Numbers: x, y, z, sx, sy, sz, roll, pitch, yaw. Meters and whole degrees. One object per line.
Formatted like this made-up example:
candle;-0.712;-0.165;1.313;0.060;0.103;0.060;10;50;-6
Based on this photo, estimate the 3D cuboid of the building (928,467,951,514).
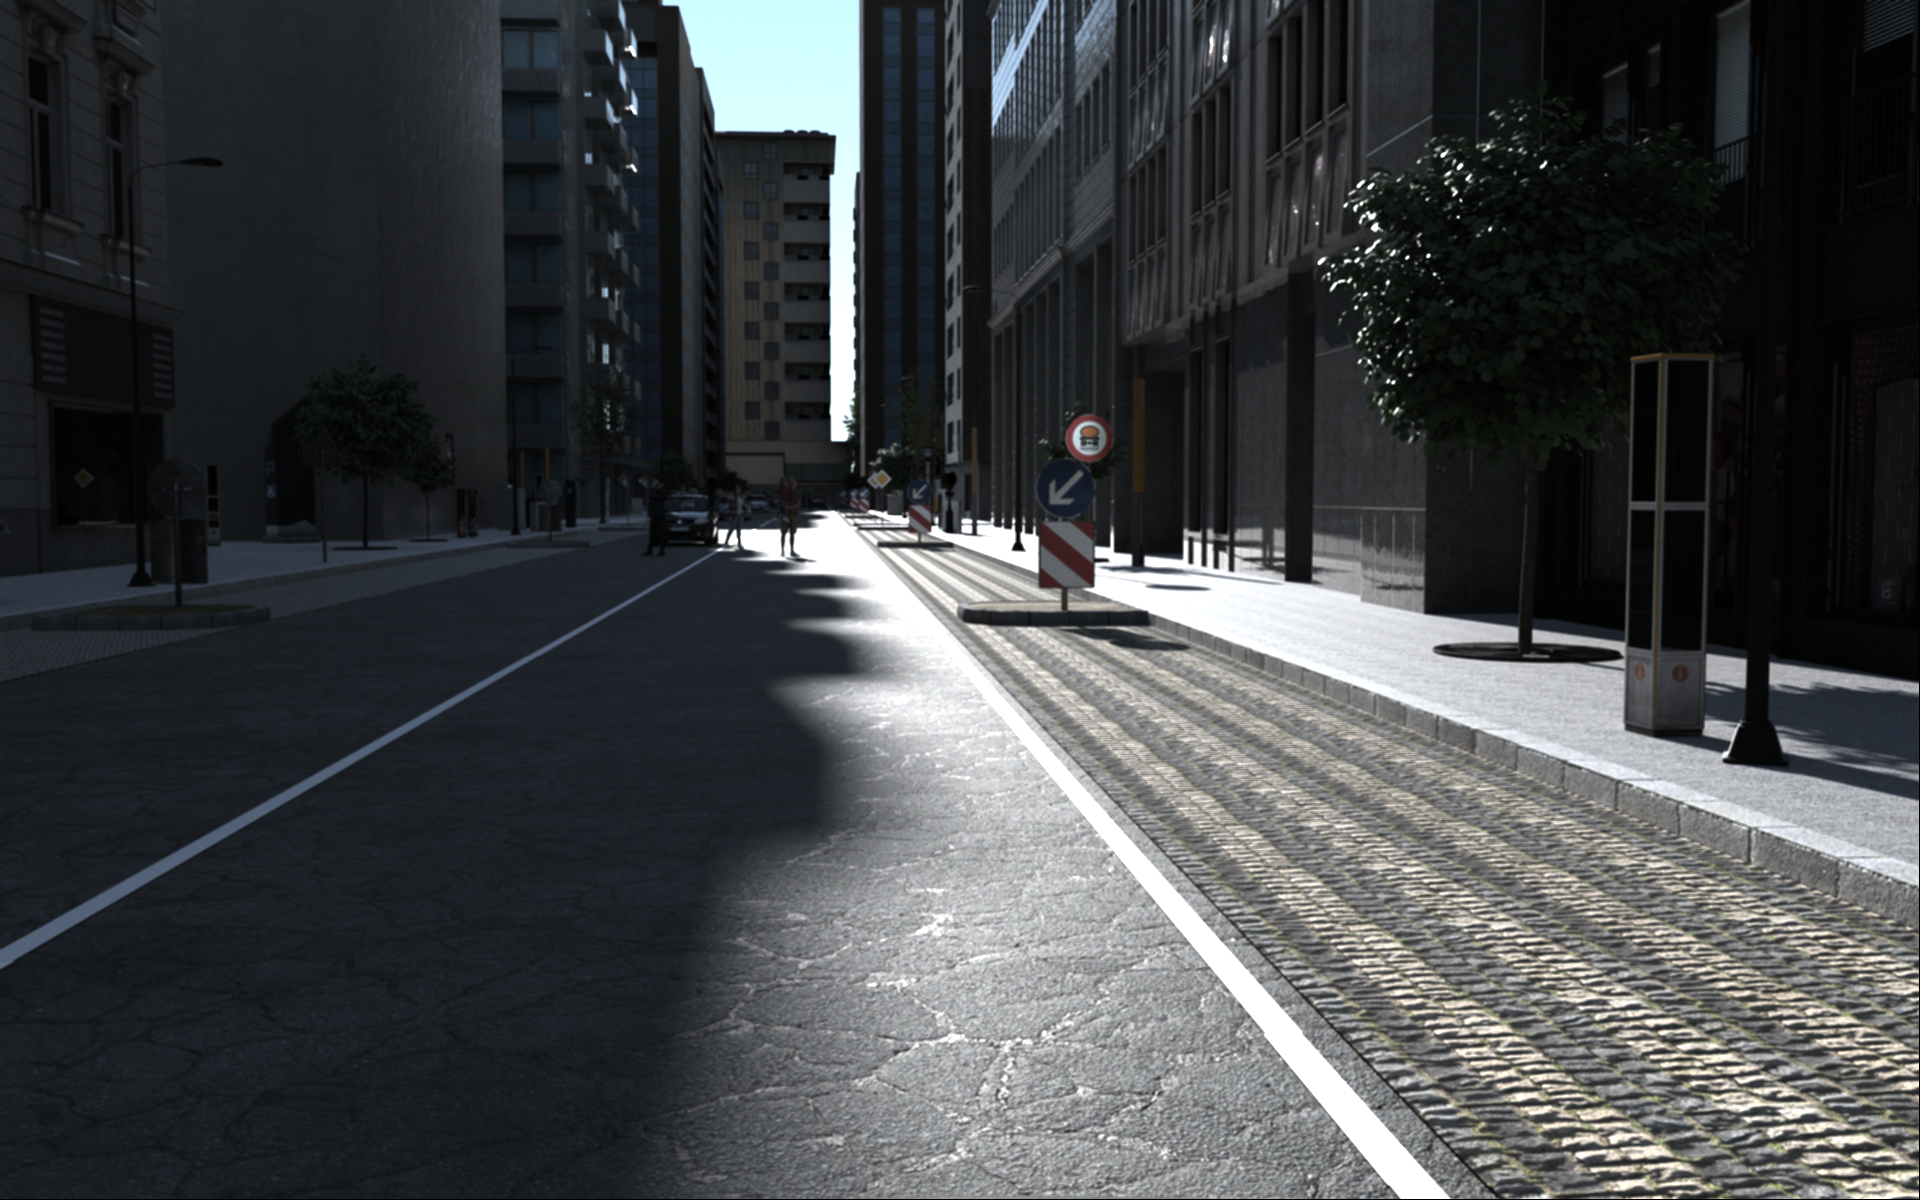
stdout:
building;14.329;-25.886;115.116;32.217;40.220;23.993;0;4;-5

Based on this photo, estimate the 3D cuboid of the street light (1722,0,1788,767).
street light;3.280;-2.175;8.100;1.470;5.913;1.316;0;4;-5

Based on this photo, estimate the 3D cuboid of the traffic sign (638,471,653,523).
traffic sign;-13.780;-4.450;76.394;0.795;2.450;0.064;0;4;-5

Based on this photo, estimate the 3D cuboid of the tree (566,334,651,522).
tree;-16.330;-7.934;80.076;4.360;8.622;3.978;0;3;0

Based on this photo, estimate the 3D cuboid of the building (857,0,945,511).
building;-1.075;-30.014;140.836;14.600;45.320;14.200;0;4;-5

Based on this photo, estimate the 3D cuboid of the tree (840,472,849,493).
tree;-9.608;-11.629;173.848;4.285;4.588;4.351;0;3;0

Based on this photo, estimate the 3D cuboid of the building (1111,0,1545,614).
building;10.128;-12.849;28.100;12.078;24.808;19.932;0;4;-5

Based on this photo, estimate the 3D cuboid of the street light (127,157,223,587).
street light;-10.850;-3.145;23.956;1.470;5.913;1.316;0;4;-5

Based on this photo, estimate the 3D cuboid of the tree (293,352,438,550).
tree;-13.828;-3.452;40.162;4.285;4.588;4.351;0;3;0

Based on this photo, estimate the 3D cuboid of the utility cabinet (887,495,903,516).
utility cabinet;-3.876;-5.620;103.049;1.020;1.237;0.306;3;5;40

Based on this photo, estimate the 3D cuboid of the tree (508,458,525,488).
tree;-20.717;-5.112;78.185;1.663;3.219;1.824;0;3;0

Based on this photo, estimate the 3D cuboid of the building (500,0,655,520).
building;-30.255;-29.239;97.660;23.786;49.044;30.456;0;4;-5

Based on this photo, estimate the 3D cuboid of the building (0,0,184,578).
building;-21.605;-14.482;13.197;17.030;29.872;44.131;0;4;-5

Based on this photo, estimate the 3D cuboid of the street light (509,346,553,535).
street light;-13.442;-5.003;54.348;1.470;5.913;1.316;0;4;-5

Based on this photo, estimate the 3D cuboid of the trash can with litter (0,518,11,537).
trash can with litter;-11.055;-0.495;19.484;0.624;1.170;1.055;-2;4;-26

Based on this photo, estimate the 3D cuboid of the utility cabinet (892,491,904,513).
utility cabinet;-4.185;-6.749;119.020;0.318;1.500;1.173;-3;5;-42

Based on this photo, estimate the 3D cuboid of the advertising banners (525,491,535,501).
advertising banners;-17.302;-4.389;67.954;2.074;3.025;0.090;-1;4;-13

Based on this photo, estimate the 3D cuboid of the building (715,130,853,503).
building;-29.472;-40.378;249.419;27.495;52.752;28.713;0;4;-5

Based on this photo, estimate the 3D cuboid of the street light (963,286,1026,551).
street light;0.773;-4.059;38.901;1.470;5.913;1.316;0;4;-5

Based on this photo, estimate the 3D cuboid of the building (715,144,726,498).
building;-36.928;-34.636;216.405;14.200;45.320;14.600;0;4;-5

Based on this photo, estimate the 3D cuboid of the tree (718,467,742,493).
tree;-27.811;-13.688;207.511;4.285;4.588;4.351;0;3;0

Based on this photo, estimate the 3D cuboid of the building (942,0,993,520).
building;6.611;-19.313;87.463;14.107;30.474;14.160;0;4;-5

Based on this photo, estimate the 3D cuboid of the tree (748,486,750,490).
tree;-28.213;-14.166;226.215;1.663;3.219;1.824;0;3;0

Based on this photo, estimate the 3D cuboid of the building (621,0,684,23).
building;-31.697;-31.004;157.032;14.600;45.320;14.200;0;4;-5

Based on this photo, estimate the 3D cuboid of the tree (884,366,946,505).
tree;-2.169;-9.169;100.273;4.737;8.622;4.395;0;3;0

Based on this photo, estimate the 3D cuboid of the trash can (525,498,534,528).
trash can;-16.546;-3.315;65.855;0.748;1.137;0.748;0;3;0

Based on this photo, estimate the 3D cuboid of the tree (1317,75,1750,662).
tree;4.464;-1.836;13.735;4.285;4.588;4.351;0;3;0

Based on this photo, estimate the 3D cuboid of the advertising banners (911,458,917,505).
advertising banners;-2.245;-5.390;84.309;0.090;3.025;2.074;-1;4;-8

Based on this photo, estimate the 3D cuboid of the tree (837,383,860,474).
tree;-7.660;-14.715;158.720;7.486;12.596;7.792;0;3;0

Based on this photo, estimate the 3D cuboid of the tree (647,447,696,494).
tree;-20.056;-8.344;120.142;4.285;4.588;4.351;0;3;0

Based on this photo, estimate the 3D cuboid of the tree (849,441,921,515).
tree;-4.281;-7.945;113.613;4.285;4.588;4.351;0;3;0

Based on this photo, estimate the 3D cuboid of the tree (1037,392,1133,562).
tree;2.213;-2.347;32.980;1.663;3.219;1.824;0;3;0

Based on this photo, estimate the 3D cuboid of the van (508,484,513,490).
van;-20.371;-3.935;71.344;4.112;2.044;2.013;0;4;-6

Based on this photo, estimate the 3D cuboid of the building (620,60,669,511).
building;-38.804;-26.950;132.506;32.217;40.220;23.993;0;4;-5

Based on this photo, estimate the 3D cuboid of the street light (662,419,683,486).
street light;-17.746;-8.206;106.714;1.470;5.913;1.316;0;4;-5

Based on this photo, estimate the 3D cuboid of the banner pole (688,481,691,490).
banner pole;-23.285;-9.721;148.952;0.401;3.779;0.863;-2;4;-32

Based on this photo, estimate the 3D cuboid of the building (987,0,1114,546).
building;7.799;-16.830;52.670;11.434;29.767;29.804;0;4;-5

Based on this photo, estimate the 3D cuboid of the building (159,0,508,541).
building;-33.492;-15.306;54.762;34.151;26.468;19.350;0;4;-5

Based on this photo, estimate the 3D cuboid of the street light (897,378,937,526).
street light;-1.655;-5.918;69.305;1.470;5.913;1.316;0;4;-5

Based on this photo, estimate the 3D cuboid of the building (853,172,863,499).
building;-4.487;-38.190;248.106;21.600;48.544;21.300;0;4;-5

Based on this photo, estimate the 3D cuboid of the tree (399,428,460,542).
tree;-14.305;-3.199;46.898;1.663;3.219;1.824;0;3;0

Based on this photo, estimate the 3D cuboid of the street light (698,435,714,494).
street light;-20.133;-10.066;137.123;1.470;5.913;1.316;0;4;-5

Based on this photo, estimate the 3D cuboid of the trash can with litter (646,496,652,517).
trash can with litter;-17.174;-5.197;96.350;0.624;1.170;1.055;-1;4;-9

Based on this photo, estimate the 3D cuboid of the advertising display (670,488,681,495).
advertising display;-21.240;-7.578;129.115;0.974;1.923;0.123;1;4;14

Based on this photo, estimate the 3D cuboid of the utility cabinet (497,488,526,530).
utility cabinet;-15.871;-3.219;61.316;1.173;1.500;0.318;3;4;36

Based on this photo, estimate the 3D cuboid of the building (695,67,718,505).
building;-37.882;-34.549;188.575;21.300;48.544;21.600;0;4;-5

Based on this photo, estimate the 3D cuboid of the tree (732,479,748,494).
tree;-28.186;-13.753;219.462;1.663;3.219;1.824;0;3;0

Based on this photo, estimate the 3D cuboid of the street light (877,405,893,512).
street light;-3.427;-7.209;90.404;1.470;5.913;1.316;0;4;-5

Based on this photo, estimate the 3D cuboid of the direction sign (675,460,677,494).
direction sign;-18.807;-7.511;114.794;0.379;3.537;0.876;0;4;0

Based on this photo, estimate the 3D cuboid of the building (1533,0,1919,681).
building;12.708;-11.022;9.885;12.332;23.373;15.834;0;4;-5

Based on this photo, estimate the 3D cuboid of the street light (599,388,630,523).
street light;-15.187;-6.334;76.097;1.470;5.913;1.316;0;4;-5

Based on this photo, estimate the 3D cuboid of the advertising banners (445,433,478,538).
advertising banners;-14.581;-3.329;50.622;0.090;3.025;2.074;1;4;9

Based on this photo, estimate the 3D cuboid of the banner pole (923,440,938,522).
banner pole;-1.352;-5.503;79.999;0.863;3.779;0.401;2;4;31

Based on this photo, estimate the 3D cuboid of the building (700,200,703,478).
building;-33.002;-31.868;171.146;14.600;45.320;14.200;0;4;-5
